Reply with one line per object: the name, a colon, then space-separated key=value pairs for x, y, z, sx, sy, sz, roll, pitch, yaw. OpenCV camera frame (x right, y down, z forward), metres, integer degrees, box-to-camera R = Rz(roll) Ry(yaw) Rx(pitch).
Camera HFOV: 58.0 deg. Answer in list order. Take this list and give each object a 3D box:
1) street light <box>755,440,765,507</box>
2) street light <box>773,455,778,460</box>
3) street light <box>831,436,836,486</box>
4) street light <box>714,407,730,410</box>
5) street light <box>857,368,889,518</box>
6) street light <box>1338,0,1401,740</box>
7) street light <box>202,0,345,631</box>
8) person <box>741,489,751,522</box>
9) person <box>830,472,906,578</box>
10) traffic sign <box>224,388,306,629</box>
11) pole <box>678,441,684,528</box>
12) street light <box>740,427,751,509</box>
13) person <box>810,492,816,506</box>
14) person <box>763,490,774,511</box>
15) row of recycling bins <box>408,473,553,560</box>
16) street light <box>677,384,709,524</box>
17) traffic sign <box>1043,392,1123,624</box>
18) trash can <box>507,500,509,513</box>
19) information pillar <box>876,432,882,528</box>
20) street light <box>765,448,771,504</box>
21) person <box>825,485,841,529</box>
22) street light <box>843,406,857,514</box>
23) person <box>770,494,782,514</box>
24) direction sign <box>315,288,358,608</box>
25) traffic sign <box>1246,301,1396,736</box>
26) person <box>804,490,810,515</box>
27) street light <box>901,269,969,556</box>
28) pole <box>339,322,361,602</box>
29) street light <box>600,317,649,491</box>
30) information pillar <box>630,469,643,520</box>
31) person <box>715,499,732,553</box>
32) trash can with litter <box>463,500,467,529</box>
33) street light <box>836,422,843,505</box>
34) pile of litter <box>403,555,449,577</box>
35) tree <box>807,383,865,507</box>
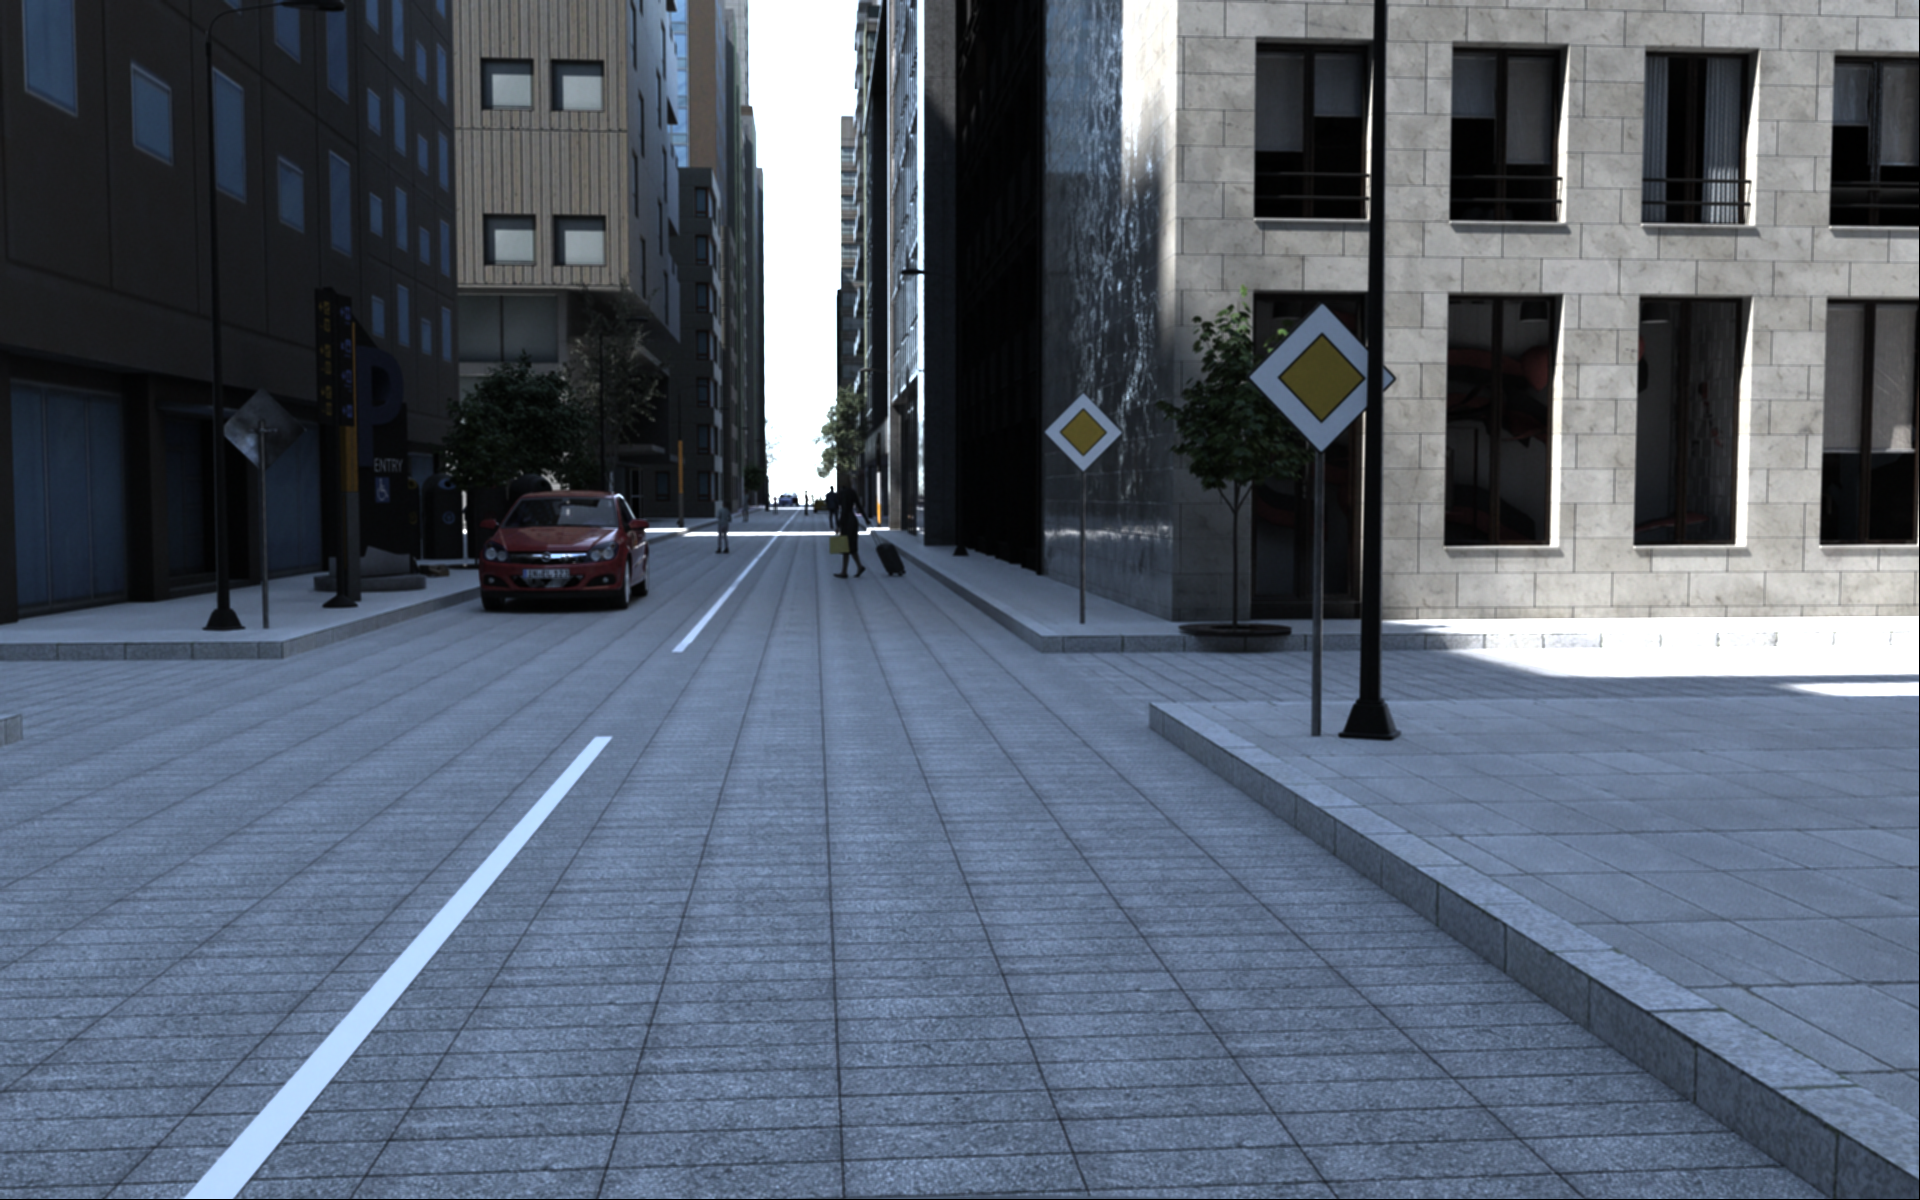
street light: x=-17.650 y=-10.747 z=148.249 sx=1.470 sy=5.913 sz=1.316 roll=0 pitch=4 yaw=-5
street light: x=-22.483 y=-14.124 z=203.473 sx=1.470 sy=5.913 sz=1.316 roll=0 pitch=4 yaw=-5
street light: x=-9.478 y=-10.221 z=139.647 sx=1.470 sy=5.913 sz=1.316 roll=0 pitch=4 yaw=-5
street light: x=-13.015 y=-7.355 z=92.796 sx=1.470 sy=5.913 sz=1.316 roll=0 pitch=4 yaw=-5
street light: x=-2.974 y=-5.600 z=64.104 sx=1.470 sy=5.913 sz=1.316 roll=0 pitch=4 yaw=-5
street light: x=1.635 y=-2.228 z=8.972 sx=1.470 sy=5.913 sz=1.316 roll=0 pitch=4 yaw=-5
street light: x=-6.436 y=-2.675 z=16.273 sx=1.470 sy=5.913 sz=1.316 roll=0 pitch=4 yaw=-5
person: x=-11.018 y=-4.868 z=89.102 sx=0.522 sy=1.701 sz=0.512 roll=-1 pitch=4 yaw=-10
person: x=-1.614 y=-1.295 z=29.892 sx=1.509 sy=1.804 sz=0.699 roll=-2 pitch=4 yaw=-32
traffic sign: x=-6.610 y=-0.783 z=16.440 sx=0.795 sy=2.450 sz=0.064 roll=0 pitch=4 yaw=-5
pole: x=-10.641 y=-4.416 z=66.043 sx=0.158 sy=3.312 sz=0.155 roll=0 pitch=3 yaw=0
street light: x=-15.376 y=-9.056 z=120.607 sx=1.470 sy=5.913 sz=1.316 roll=0 pitch=4 yaw=-5
person: x=-17.126 y=-11.775 z=201.837 sx=0.721 sy=1.723 sz=1.217 roll=-3 pitch=4 yaw=-37
person: x=-16.157 y=-8.369 z=145.420 sx=1.350 sy=1.814 sz=0.705 roll=3 pitch=5 yaw=42
row of recycling bins: x=-9.876 y=-1.674 z=34.476 sx=3.534 sy=1.692 sz=1.069 roll=-2 pitch=4 yaw=-34
street light: x=-11.311 y=-6.163 z=73.303 sx=1.470 sy=5.913 sz=1.316 roll=0 pitch=4 yaw=-5
traffic sign: x=1.208 y=-0.822 z=17.084 sx=0.795 sy=2.450 sz=0.064 roll=0 pitch=4 yaw=-5
trash can: x=-11.576 y=-1.934 z=43.272 sx=0.748 sy=1.137 sz=0.748 roll=0 pitch=3 yaw=0
information pillar: x=-3.086 y=-4.539 z=65.563 sx=0.183 sy=3.616 sz=0.504 roll=-1 pitch=4 yaw=-13
street light: x=-20.054 y=-12.431 z=175.784 sx=1.470 sy=5.913 sz=1.316 roll=0 pitch=4 yaw=-5
person: x=-5.261 y=-3.867 z=71.911 sx=0.721 sy=1.800 sz=0.419 roll=1 pitch=4 yaw=18
street light: x=-5.306 y=-7.290 z=91.740 sx=1.470 sy=5.913 sz=1.316 roll=0 pitch=4 yaw=-5
person: x=-13.137 y=-6.834 z=123.458 sx=0.991 sy=1.433 sz=0.599 roll=-2 pitch=4 yaw=-34
direction sign: x=-7.045 y=-1.687 z=19.581 sx=0.379 sy=3.537 sz=0.876 roll=0 pitch=4 yaw=4
traffic sign: x=1.887 y=-0.335 z=9.128 sx=0.795 sy=2.450 sz=0.064 roll=0 pitch=4 yaw=-5
person: x=-10.242 y=-6.554 z=116.360 sx=0.721 sy=1.736 sz=1.217 roll=0 pitch=4 yaw=7
street light: x=-0.523 y=-3.874 z=35.886 sx=1.470 sy=5.913 sz=1.316 roll=0 pitch=4 yaw=-5
pole: x=-7.276 y=-1.637 z=20.610 sx=0.158 sy=3.312 sz=0.155 roll=0 pitch=3 yaw=0
street light: x=-8.883 y=-4.470 z=45.624 sx=1.470 sy=5.913 sz=1.316 roll=0 pitch=4 yaw=-5
information pillar: x=-9.380 y=-2.800 z=50.270 sx=0.304 sy=2.012 sz=0.304 roll=0 pitch=4 yaw=2
person: x=-5.754 y=-1.787 z=41.996 sx=0.394 sy=1.301 sz=0.425 roll=2 pitch=4 yaw=35
trash can with litter: x=-12.146 y=-2.013 z=44.304 sx=1.055 sy=1.170 sz=0.624 roll=-2 pitch=4 yaw=-28
street light: x=-7.083 y=-8.507 z=111.631 sx=1.470 sy=5.913 sz=1.316 roll=0 pitch=4 yaw=-5
pile of litter: x=-8.675 y=-0.815 z=27.296 sx=1.176 sy=0.858 sz=1.719 roll=-2 pitch=4 yaw=-25
tree: x=-11.100 y=-15.967 z=178.062 sx=9.611 sy=12.733 sz=9.660 roll=0 pitch=3 yaw=0
